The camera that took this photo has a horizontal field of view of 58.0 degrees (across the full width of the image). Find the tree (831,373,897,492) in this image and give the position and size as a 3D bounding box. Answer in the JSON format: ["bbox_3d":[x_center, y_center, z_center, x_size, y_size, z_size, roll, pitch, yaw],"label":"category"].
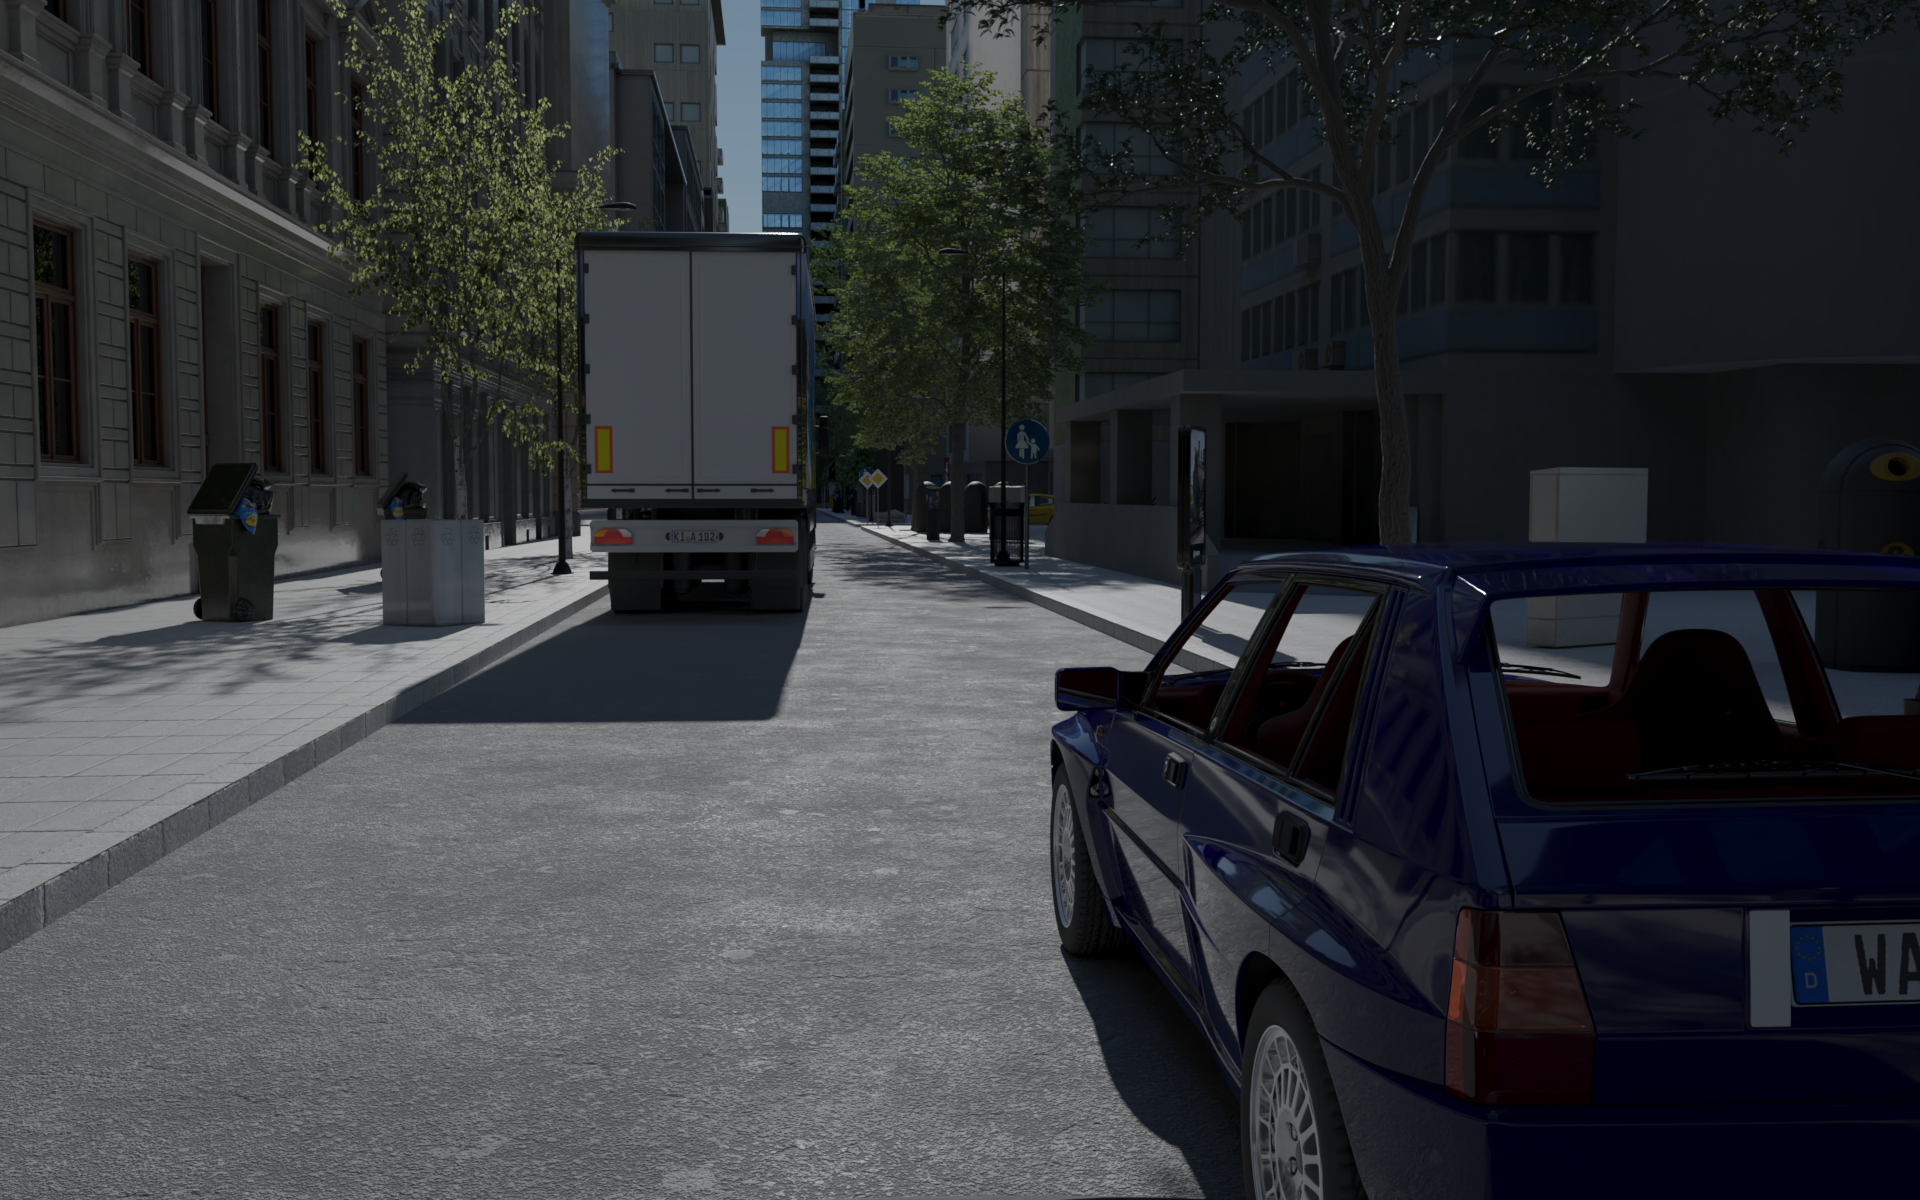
[{"bbox_3d":[-5.113,-9.243,101.486,4.737,8.622,4.395,0,3,0],"label":"tree"}]

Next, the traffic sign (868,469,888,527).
[{"bbox_3d":[-3.227,-3.943,68.103,0.795,2.450,0.064,0,4,-6],"label":"traffic sign"}]

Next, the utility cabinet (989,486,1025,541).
[{"bbox_3d":[1.301,-2.351,47.112,0.318,1.500,1.173,-3,5,-44],"label":"utility cabinet"}]

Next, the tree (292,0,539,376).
[{"bbox_3d":[-6.894,-4.490,23.766,4.360,8.622,3.978,0,3,0],"label":"tree"}]

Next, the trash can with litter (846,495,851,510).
[{"bbox_3d":[-8.719,-7.789,138.734,0.624,1.170,1.055,-1,4,-21],"label":"trash can with litter"}]

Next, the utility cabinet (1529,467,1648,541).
[{"bbox_3d":[5.312,-0.367,14.680,1.173,1.500,0.318,-2,4,-33],"label":"utility cabinet"}]

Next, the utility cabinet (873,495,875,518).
[{"bbox_3d":[-4.232,-4.573,85.923,0.306,1.237,1.020,-1,4,-14],"label":"utility cabinet"}]

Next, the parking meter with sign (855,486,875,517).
[{"bbox_3d":[-5.030,-6.097,95.951,1.738,3.016,0.543,3,4,36],"label":"parking meter with sign"}]

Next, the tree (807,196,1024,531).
[{"bbox_3d":[-1.598,-8.195,59.746,9.928,11.665,9.643,0,3,0],"label":"tree"}]

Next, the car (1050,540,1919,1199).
[{"bbox_3d":[1.272,0.506,4.306,1.945,1.354,3.894,0,4,-5],"label":"car"}]

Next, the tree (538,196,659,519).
[{"bbox_3d":[-8.448,-5.657,42.852,4.737,8.622,4.395,0,3,0],"label":"tree"}]

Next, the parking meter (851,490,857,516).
[{"bbox_3d":[-6.296,-5.790,103.084,0.372,1.533,0.369,0,3,0],"label":"parking meter"}]

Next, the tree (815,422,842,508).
[{"bbox_3d":[-13.575,-13.380,169.132,4.360,8.622,3.978,0,3,0],"label":"tree"}]

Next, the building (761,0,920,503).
[{"bbox_3d":[-16.305,-57.051,245.447,31.000,86.520,22.319,0,4,-6],"label":"building"}]

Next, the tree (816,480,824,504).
[{"bbox_3d":[-18.590,-14.275,227.993,1.663,3.219,1.824,0,3,0],"label":"tree"}]

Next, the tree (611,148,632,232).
[{"bbox_3d":[-7.756,-5.113,33.960,4.360,8.622,3.978,0,3,0],"label":"tree"}]

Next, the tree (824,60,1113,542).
[{"bbox_3d":[0.349,-7.821,46.006,7.486,12.596,7.792,0,3,0],"label":"tree"}]

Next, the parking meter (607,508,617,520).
[{"bbox_3d":[-10.009,-2.546,50.033,0.372,1.533,0.369,0,3,0],"label":"parking meter"}]

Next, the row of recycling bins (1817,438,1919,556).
[{"bbox_3d":[7.783,-0.293,11.899,3.534,1.692,1.069,3,5,41],"label":"row of recycling bins"}]

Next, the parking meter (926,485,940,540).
[{"bbox_3d":[-0.752,-2.446,48.398,0.372,1.533,0.369,0,3,0],"label":"parking meter"}]

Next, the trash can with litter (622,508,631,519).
[{"bbox_3d":[-10.153,-2.476,51.863,1.055,1.170,0.624,-1,4,-19],"label":"trash can with litter"}]

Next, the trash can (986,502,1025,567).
[{"bbox_3d":[0.835,-1.169,30.767,0.748,1.137,0.748,0,3,0],"label":"trash can"}]

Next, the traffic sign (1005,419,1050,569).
[{"bbox_3d":[1.142,-1.799,29.517,0.768,2.556,0.104,0,4,-3],"label":"traffic sign"}]

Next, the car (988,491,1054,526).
[{"bbox_3d":[2.661,-3.884,73.724,3.980,1.641,2.015,0,4,-5],"label":"car"}]

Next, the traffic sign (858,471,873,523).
[{"bbox_3d":[-4.065,-4.428,76.044,0.795,2.450,0.064,0,4,-6],"label":"traffic sign"}]

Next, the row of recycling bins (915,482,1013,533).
[{"bbox_3d":[0.170,-3.098,57.759,3.534,1.692,1.069,1,4,19],"label":"row of recycling bins"}]

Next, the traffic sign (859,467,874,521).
[{"bbox_3d":[-4.419,-5.041,82.527,0.768,2.556,0.104,0,4,3],"label":"traffic sign"}]

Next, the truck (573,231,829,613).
[{"bbox_3d":[-3.270,-2.156,24.171,2.839,4.237,11.283,0,4,-4],"label":"truck"}]

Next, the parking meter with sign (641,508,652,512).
[{"bbox_3d":[-9.800,-3.484,53.218,0.543,3.016,1.738,0,4,7],"label":"parking meter with sign"}]

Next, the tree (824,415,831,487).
[{"bbox_3d":[-6.595,-9.711,109.131,4.737,8.622,4.395,0,3,0],"label":"tree"}]

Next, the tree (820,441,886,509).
[{"bbox_3d":[-4.643,-6.592,91.494,4.285,4.588,4.351,0,3,0],"label":"tree"}]

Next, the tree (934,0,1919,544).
[{"bbox_3d":[3.148,-4.762,12.265,8.767,10.594,7.601,0,4,-1],"label":"tree"}]

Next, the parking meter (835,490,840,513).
[{"bbox_3d":[-8.207,-6.577,115.947,0.372,1.533,0.369,0,3,0],"label":"parking meter"}]
